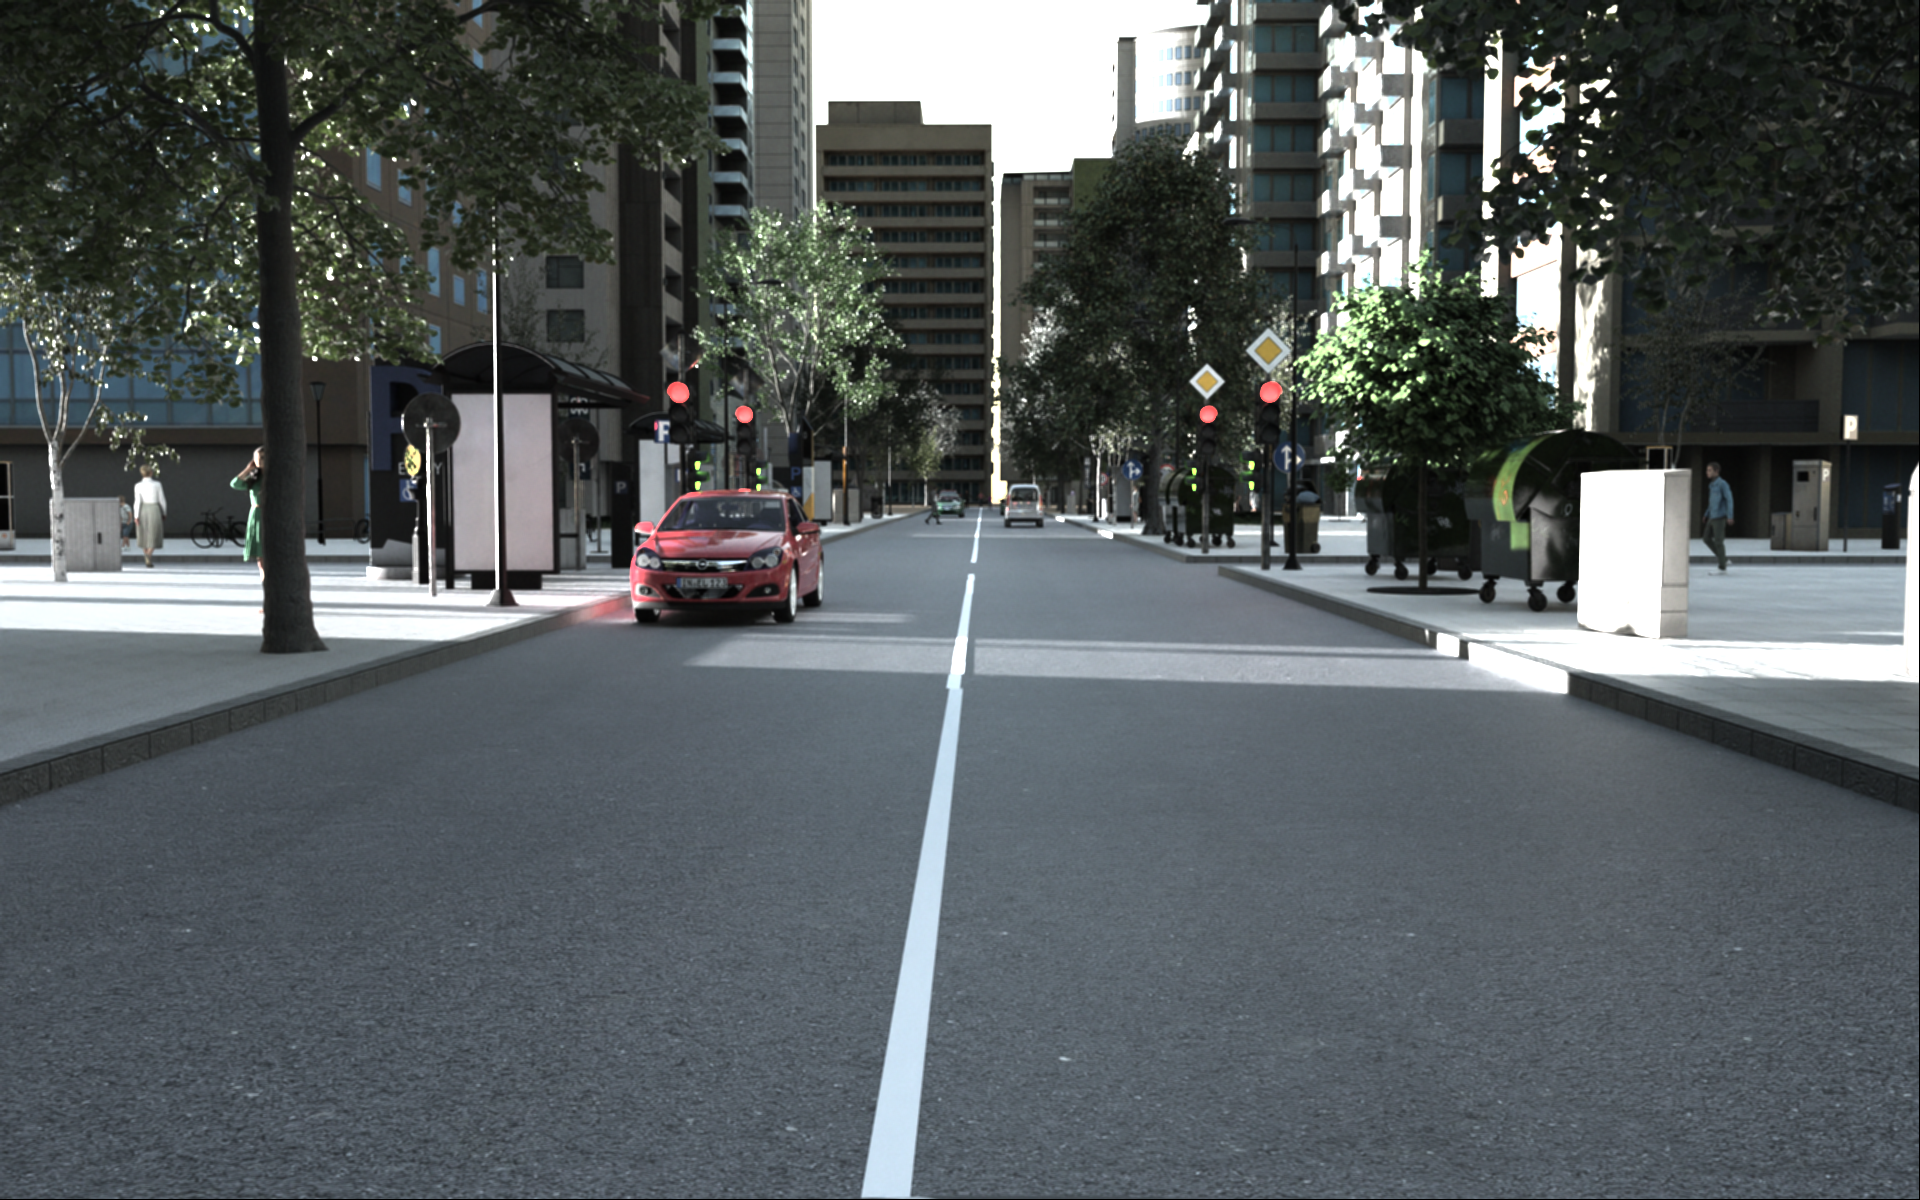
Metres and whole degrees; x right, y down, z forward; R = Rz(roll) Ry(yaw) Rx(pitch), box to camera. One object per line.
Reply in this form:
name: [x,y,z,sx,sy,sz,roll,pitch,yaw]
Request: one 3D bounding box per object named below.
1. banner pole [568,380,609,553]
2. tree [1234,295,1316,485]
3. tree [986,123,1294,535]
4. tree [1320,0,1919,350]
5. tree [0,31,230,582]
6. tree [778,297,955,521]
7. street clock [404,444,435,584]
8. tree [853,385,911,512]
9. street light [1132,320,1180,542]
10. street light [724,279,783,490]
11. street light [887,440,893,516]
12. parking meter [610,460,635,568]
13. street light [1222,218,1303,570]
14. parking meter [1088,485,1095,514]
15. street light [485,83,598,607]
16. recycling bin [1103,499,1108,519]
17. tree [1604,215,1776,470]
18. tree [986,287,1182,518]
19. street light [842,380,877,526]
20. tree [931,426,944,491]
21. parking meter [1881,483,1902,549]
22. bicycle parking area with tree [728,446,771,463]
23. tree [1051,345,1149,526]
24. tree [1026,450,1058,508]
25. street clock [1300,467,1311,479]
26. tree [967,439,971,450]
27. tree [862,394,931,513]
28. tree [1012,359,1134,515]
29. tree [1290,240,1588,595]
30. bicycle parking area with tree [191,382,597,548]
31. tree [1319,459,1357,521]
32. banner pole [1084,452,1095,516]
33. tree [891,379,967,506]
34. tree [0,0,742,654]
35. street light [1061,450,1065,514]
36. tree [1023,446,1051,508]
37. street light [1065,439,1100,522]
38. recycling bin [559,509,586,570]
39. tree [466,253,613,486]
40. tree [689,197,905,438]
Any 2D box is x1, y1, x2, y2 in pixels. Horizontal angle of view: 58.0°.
banner pole: [-8.079,-2.908,37.560,0.863,3.779,0.401,-2,4,-24]
tree: [11.386,-6.986,64.579,4.360,8.622,3.978,0,3,0]
tree: [6.054,-8.371,53.870,9.611,12.733,9.660,0,3,0]
tree: [5.755,-6.264,9.068,9.857,13.997,8.962,0,3,0]
tree: [-12.991,-4.563,24.962,4.360,8.622,3.978,0,3,0]
tree: [-4.524,-8.998,81.530,7.601,10.594,8.767,2,4,32]
street clock: [-7.692,-1.230,24.685,0.471,2.002,0.358,3,5,43]
tree: [-4.988,-9.640,107.976,4.360,8.622,3.978,0,3,0]
street light: [5.273,-4.509,46.268,1.470,5.913,1.316,0,4,1]
street light: [-4.531,-3.977,37.560,1.470,5.913,1.316,0,4,1]
street light: [-3.592,-7.942,102.388,1.470,5.913,1.316,0,4,1]
parking meter: [-5.847,-1.489,30.050,0.399,1.863,0.255,0,4,-5]
street light: [5.112,-3.470,29.278,1.470,5.913,1.316,0,4,1]
parking meter: [8.529,-6.515,112.230,0.399,1.863,0.255,-2,4,-30]
street light: [-4.720,-2.885,19.705,1.470,5.913,1.316,0,4,1]
recycling bin: [7.877,-4.746,90.156,0.722,1.027,0.722,1,4,23]
tree: [18.585,-5.772,44.741,4.360,8.622,3.978,0,3,0]
tree: [7.532,-11.208,93.613,12.009,13.543,11.850,0,3,0]
street light: [-4.046,-5.959,69.974,1.470,5.913,1.316,0,4,1]
tree: [-4.369,-13.307,167.929,4.737,8.622,4.395,0,3,0]
parking meter: [21.691,-1.952,40.326,0.372,1.533,0.369,0,3,0]
bicycle parking area with tree: [-12.745,-7.242,105.408,9.016,4.147,8.231,2,4,35]
tree: [6.135,-7.245,68.814,4.360,8.622,3.978,0,3,0]
tree: [8.461,-13.058,163.855,4.737,8.622,4.395,0,3,0]
street clock: [9.259,-2.565,46.512,0.358,2.002,0.471,0,4,2]
tree: [7.715,-16.450,179.332,12.009,13.543,11.850,0,3,0]
tree: [-5.001,-10.059,114.820,4.737,8.622,4.395,0,3,0]
tree: [7.426,-10.533,106.622,8.767,10.594,7.601,0,4,-6]
tree: [6.062,-2.382,22.663,4.285,4.588,4.351,0,3,0]
bicycle parking area with tree: [-13.963,-3.473,43.781,8.231,4.147,9.016,2,4,25]
tree: [17.938,-5.303,81.311,1.663,3.219,1.824,0,3,0]
banner pole: [7.651,-6.859,102.169,0.863,3.779,0.401,-2,4,-25]
tree: [-3.634,-16.723,183.783,12.009,13.543,11.850,0,3,0]
tree: [-5.332,-5.823,13.341,7.486,12.596,7.792,0,3,0]
street light: [6.141,-8.536,112.110,1.470,5.913,1.316,0,4,1]
tree: [7.735,-12.642,157.056,4.360,8.622,3.978,0,3,0]
street light: [5.720,-6.554,79.695,1.470,5.913,1.316,0,4,1]
recycling bin: [-6.853,-1.042,29.589,0.722,1.027,0.722,-2,4,-34]
tree: [-12.674,-6.170,51.247,4.360,8.622,3.978,0,3,0]
tree: [-5.835,-8.315,61.713,9.928,11.665,9.643,0,3,0]
